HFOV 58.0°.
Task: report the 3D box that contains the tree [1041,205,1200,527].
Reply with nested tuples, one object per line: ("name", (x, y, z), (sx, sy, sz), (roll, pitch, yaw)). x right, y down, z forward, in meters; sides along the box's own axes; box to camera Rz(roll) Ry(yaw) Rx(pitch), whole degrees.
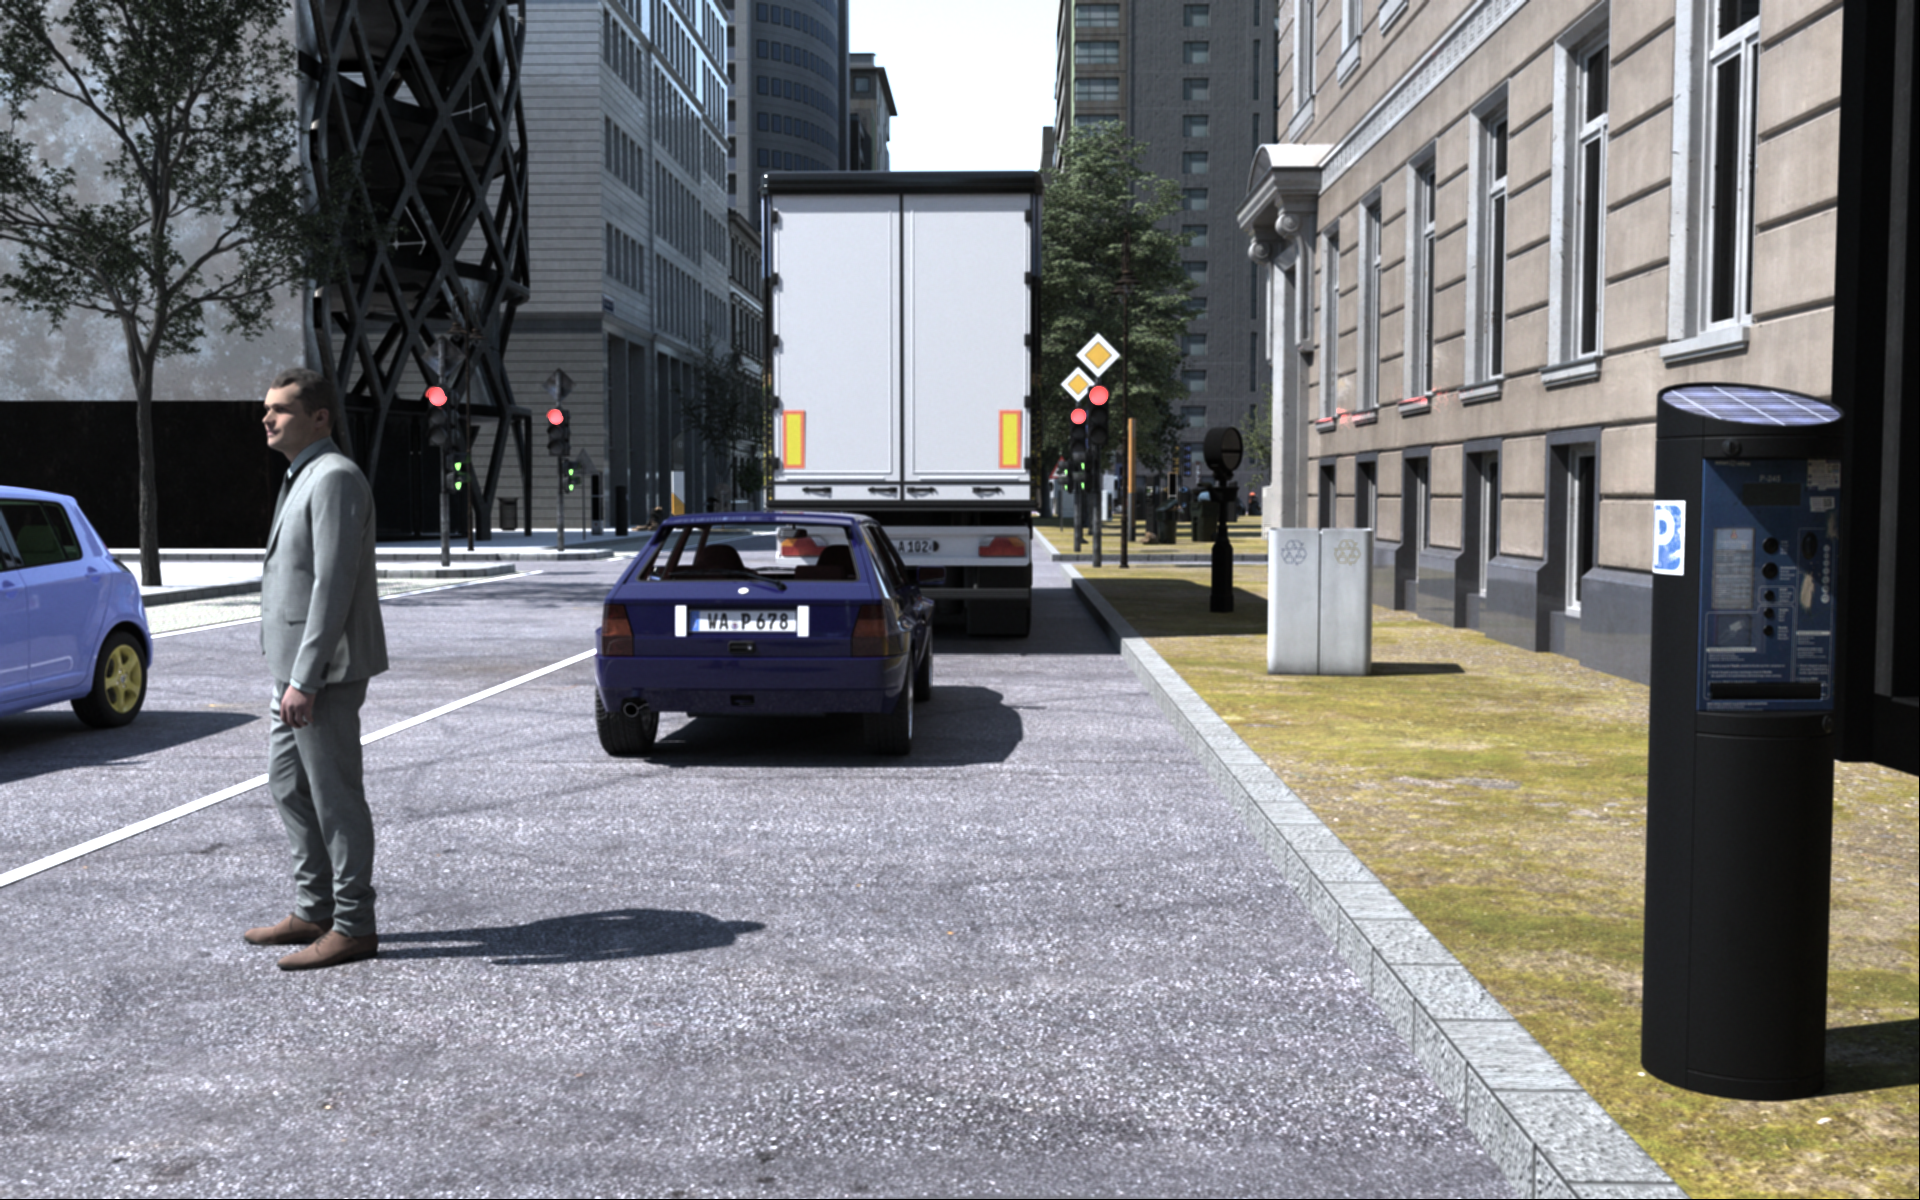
("tree", (4.769, -9.166, 66.873), (9.611, 12.733, 9.660), (0, 3, 0))

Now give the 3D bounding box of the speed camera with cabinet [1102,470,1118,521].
("speed camera with cabinet", (6.993, -5.381, 82.311), (0.660, 3.252, 2.038), (1, 4, 19))

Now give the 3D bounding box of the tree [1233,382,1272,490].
("tree", (19.697, -9.773, 110.154), (4.737, 8.622, 4.395), (0, 3, 0))

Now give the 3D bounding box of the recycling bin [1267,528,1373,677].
("recycling bin", (2.603, 0.001, 12.542), (0.722, 1.027, 0.722), (1, 4, 11))

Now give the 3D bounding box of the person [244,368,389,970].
("person", (-1.965, 0.200, 5.325), (0.391, 1.810, 0.635), (-2, 4, -32))

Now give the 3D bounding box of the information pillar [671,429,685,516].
("information pillar", (-10.191, -4.362, 62.670), (0.504, 3.616, 0.183), (-3, 5, -40))

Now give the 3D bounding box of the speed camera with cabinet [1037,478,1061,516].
("speed camera with cabinet", (5.241, -6.558, 101.556), (0.660, 3.252, 2.038), (-2, 4, -26))

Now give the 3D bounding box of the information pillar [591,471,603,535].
("information pillar", (-11.360, -3.041, 54.210), (0.304, 2.012, 0.304), (0, 4, 6))

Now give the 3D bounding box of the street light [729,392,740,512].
("street light", (-9.997, -6.339, 76.435), (0.468, 5.910, 1.993), (0, 4, 1))

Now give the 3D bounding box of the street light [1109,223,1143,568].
("street light", (2.845, -3.491, 29.860), (0.468, 5.910, 1.993), (0, 4, 1))

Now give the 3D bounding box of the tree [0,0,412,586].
("tree", (-11.428, -5.451, 23.542), (8.767, 10.594, 7.601), (1, 4, 20))

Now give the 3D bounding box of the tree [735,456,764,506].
("tree", (-10.457, -5.643, 86.858), (1.663, 3.219, 1.824), (0, 3, 0))

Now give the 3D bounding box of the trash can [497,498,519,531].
("trash can", (-15.830, -2.999, 60.693), (0.748, 1.137, 0.748), (0, 3, 0))

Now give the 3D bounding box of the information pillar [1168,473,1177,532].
("information pillar", (7.282, -3.356, 59.355), (0.304, 2.012, 0.304), (0, 4, 6))

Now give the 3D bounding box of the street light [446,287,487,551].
("street light", (-11.003, -4.036, 38.781), (0.468, 5.910, 1.993), (0, 4, 1))

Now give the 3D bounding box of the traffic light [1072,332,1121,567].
("traffic light", (2.384, -2.527, 30.236), (0.839, 4.253, 0.868), (0, 4, 1))

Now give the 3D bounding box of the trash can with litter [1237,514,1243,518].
("trash can with litter", (14.195, -5.044, 93.521), (2.233, 1.210, 1.678), (0, 4, 4))

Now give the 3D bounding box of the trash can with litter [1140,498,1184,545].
("trash can with litter", (5.132, -2.001, 44.097), (1.055, 1.170, 0.624), (-2, 4, -35))

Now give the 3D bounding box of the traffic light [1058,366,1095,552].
("traffic light", (2.581, -3.015, 38.219), (0.839, 4.253, 0.868), (0, 4, 1))

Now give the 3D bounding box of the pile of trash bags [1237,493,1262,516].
("pile of trash bags", (17.169, -5.710, 103.118), (1.912, 1.369, 3.447), (1, 4, 19))

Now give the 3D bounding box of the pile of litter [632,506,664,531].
("pile of litter", (-10.813, -2.858, 60.689), (1.176, 0.858, 1.719), (-2, 4, -33))

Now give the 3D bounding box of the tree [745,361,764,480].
("tree", (-9.687, -8.647, 91.743), (4.737, 8.622, 4.395), (0, 3, 0))

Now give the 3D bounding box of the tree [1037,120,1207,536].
("tree", (3.922, -8.256, 53.112), (7.486, 12.596, 7.792), (0, 3, 0))

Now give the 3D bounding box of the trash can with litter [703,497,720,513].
("trash can with litter", (-10.087, -3.676, 71.486), (0.624, 1.170, 1.055), (1, 4, 22))

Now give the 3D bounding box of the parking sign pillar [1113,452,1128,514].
("parking sign pillar", (10.421, -7.396, 109.392), (1.447, 3.967, 1.447), (2, 4, 24))

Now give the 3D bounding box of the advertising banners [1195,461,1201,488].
("advertising banners", (12.934, -5.800, 91.012), (0.090, 3.025, 2.074), (3, 5, 43))

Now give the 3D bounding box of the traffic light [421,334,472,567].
("traffic light", (-9.075, -2.543, 30.502), (0.839, 4.253, 0.868), (0, 4, 1))

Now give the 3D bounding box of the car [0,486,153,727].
("car", (-6.040, 0.010, 9.422), (1.945, 1.707, 3.694), (0, 4, 3))

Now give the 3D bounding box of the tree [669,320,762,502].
("tree", (-10.074, -7.482, 72.695), (4.360, 8.622, 3.978), (0, 3, 0))

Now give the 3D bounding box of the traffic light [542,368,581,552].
("traffic light", (-8.878, -3.031, 38.484), (0.839, 4.253, 0.868), (0, 4, 1))

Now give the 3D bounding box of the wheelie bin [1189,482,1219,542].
("wheelie bin", (6.560, -2.355, 46.415), (0.693, 1.594, 0.980), (-2, 4, -26))

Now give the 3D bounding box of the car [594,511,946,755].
("car", (-1.080, 0.105, 10.871), (1.945, 1.354, 3.894), (0, 4, 2))

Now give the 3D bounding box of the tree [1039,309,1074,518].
("tree", (4.669, -11.458, 93.990), (9.857, 13.997, 8.962), (0, 3, 0))
